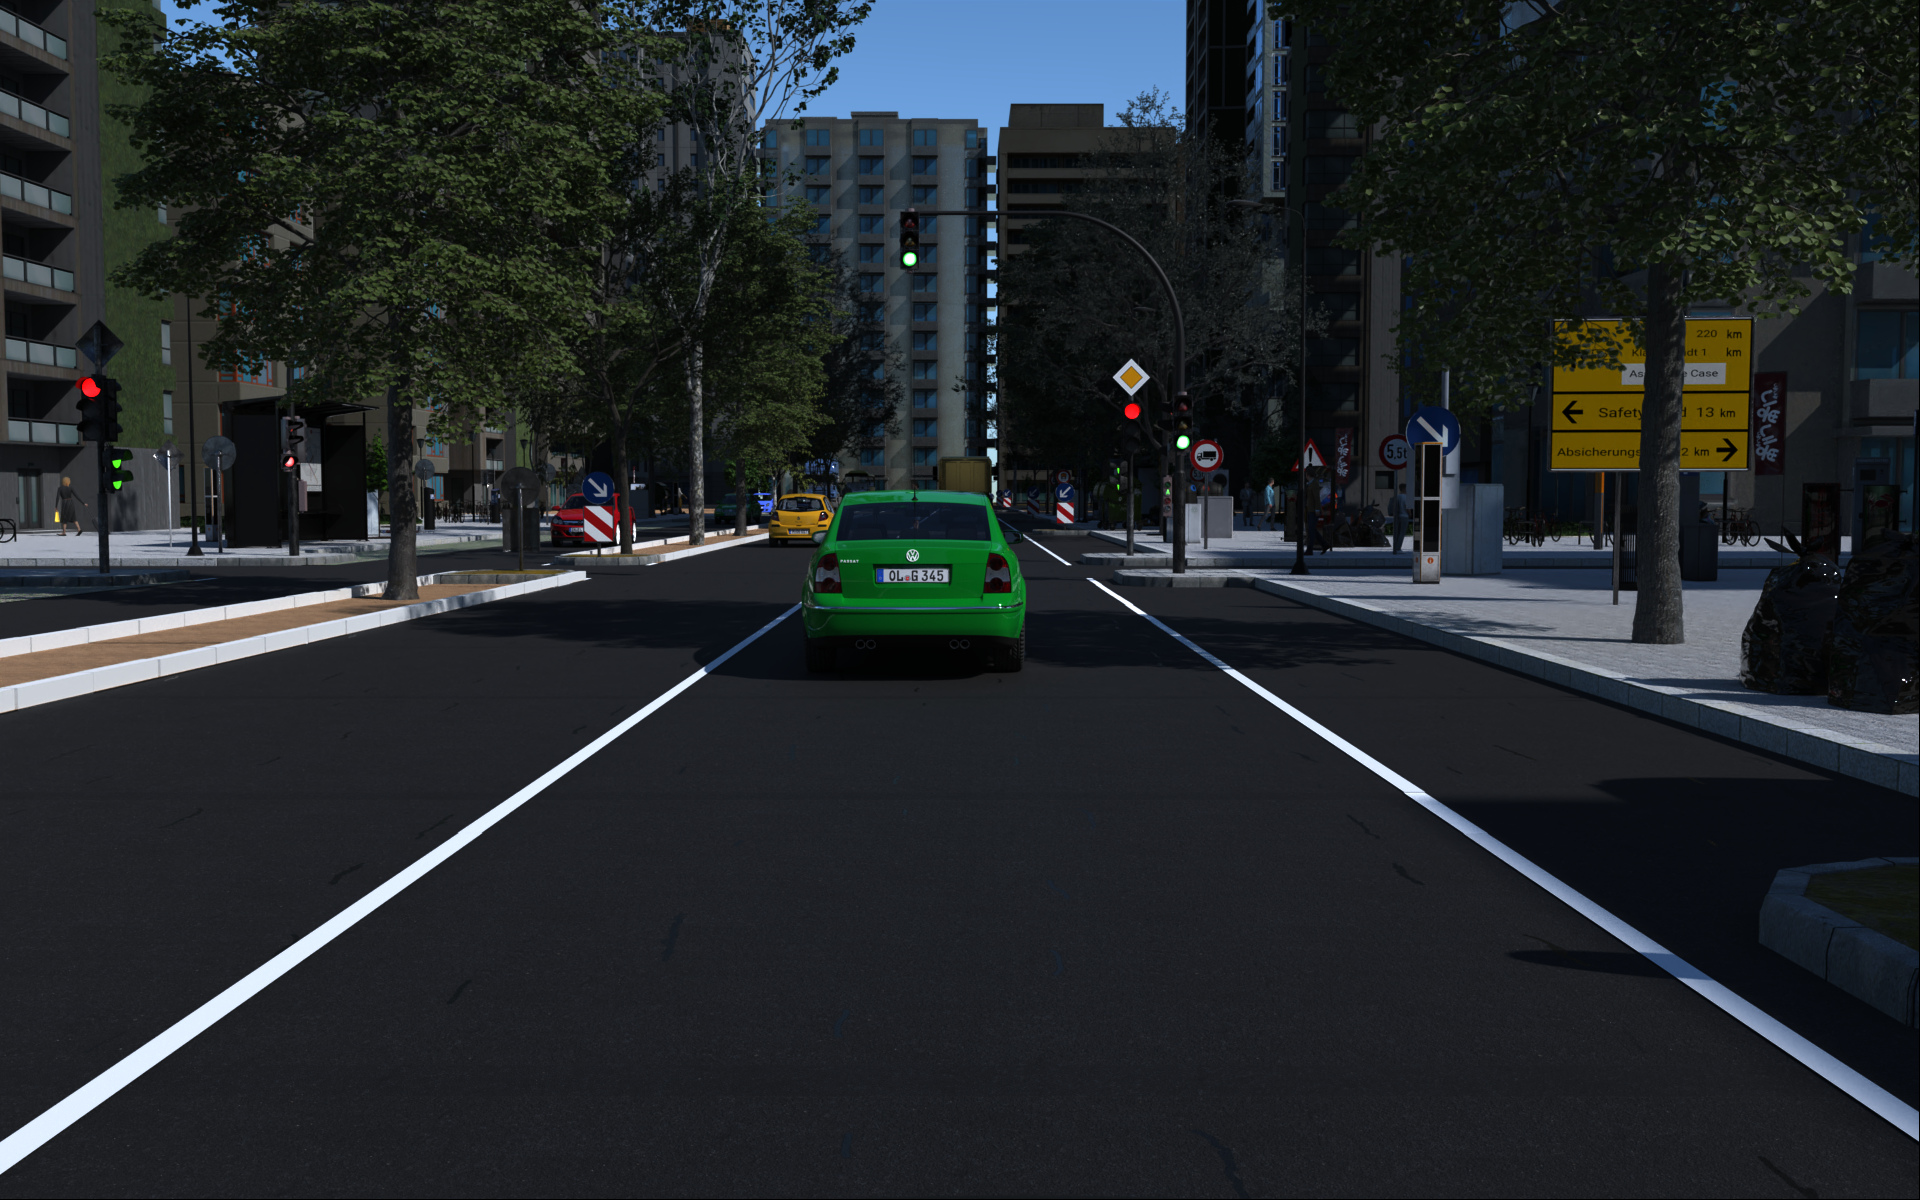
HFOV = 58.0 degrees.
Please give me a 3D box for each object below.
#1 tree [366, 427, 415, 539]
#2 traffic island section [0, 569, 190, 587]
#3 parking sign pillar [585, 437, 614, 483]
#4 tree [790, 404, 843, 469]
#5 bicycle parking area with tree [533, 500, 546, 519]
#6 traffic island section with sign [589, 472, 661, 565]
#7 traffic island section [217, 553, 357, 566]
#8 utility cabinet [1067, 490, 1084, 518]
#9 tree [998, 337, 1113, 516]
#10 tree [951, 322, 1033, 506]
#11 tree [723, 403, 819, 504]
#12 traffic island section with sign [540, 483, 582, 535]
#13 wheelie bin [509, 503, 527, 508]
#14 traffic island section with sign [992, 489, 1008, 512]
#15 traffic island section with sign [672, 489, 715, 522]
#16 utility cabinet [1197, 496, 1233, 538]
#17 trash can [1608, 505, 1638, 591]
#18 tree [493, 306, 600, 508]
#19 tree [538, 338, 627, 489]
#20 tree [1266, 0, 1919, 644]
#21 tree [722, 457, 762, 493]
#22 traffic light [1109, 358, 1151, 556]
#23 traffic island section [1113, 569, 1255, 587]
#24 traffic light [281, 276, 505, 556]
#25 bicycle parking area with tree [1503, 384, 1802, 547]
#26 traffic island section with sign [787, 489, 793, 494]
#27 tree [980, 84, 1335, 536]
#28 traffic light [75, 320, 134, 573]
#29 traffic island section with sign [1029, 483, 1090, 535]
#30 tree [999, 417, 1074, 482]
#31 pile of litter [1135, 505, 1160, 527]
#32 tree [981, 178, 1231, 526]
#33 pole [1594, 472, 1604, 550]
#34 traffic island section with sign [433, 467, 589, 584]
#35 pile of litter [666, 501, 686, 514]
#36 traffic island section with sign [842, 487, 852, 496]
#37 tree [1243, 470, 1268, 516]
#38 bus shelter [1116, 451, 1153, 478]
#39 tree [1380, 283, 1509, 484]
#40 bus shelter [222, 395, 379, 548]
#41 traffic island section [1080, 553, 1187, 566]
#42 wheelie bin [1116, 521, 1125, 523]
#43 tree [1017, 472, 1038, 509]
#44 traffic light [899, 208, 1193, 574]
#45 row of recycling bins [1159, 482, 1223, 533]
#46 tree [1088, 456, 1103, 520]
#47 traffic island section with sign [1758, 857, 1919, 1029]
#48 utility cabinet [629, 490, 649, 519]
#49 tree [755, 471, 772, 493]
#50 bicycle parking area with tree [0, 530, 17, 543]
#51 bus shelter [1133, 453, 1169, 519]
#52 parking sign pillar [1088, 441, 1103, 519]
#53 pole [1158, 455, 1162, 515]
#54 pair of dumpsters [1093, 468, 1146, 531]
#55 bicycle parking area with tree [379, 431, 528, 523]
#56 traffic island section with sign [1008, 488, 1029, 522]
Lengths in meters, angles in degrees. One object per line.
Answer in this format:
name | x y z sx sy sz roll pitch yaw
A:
tree | -16.693 -3.376 49.802 1.663 3.219 1.824 0 3 0
traffic island section | -13.885 -0.355 28.082 2.009 0.180 2.903 0 3 0
parking sign pillar | -17.040 -5.711 81.843 1.447 3.967 1.447 1 4 14
tree | -16.077 -15.976 186.964 9.928 11.665 9.643 0 3 0
bicycle parking area with tree | -25.398 -6.332 90.527 8.231 4.147 9.016 0 4 1
traffic island section with sign | -7.321 -1.687 35.719 2.006 1.907 1.989 0 3 0
traffic island section | -13.880 -0.843 36.067 2.009 0.180 2.903 0 3 0
utility cabinet | 6.166 -5.173 93.254 0.318 1.500 1.173 -3 4 -37
tree | 5.770 -10.830 102.818 9.928 11.665 9.643 0 3 0
tree | 5.426 -20.414 189.660 12.611 20.169 13.585 0 3 0
tree | -16.283 -14.522 154.449 9.611 12.733 9.660 0 3 0
traffic island section with sign | -13.542 -3.183 60.670 1.989 1.847 2.006 0 3 0
wheelie bin | -18.838 -4.050 74.122 0.980 1.594 0.693 -1 4 -20
traffic island section with sign | 3.628 -7.902 137.833 1.989 1.847 2.006 0 3 0
traffic island section with sign | -13.523 -4.869 88.228 1.989 1.847 2.006 0 3 0
utility cabinet | 7.421 -2.401 50.422 1.020 1.237 0.306 1 4 16
trash can | 9.044 -0.703 23.140 0.748 1.137 0.748 0 3 0
tree | -15.632 -6.994 64.709 4.360 8.622 3.978 0 3 0
tree | -16.664 -7.735 76.834 4.737 8.622 4.395 0 3 0
tree | 6.205 -5.876 14.207 7.486 12.596 7.792 0 3 0
tree | -16.422 -8.974 130.436 4.285 4.588 4.351 0 3 0
traffic light | 3.522 -2.876 35.937 0.839 4.253 0.868 0 3 0
traffic island section | 3.557 -0.354 28.066 2.009 0.180 2.903 0 3 0
traffic light | -11.748 -3.749 35.966 4.771 5.953 1.251 0 3 0
bicycle parking area with tree | 17.477 -3.572 45.398 8.231 4.147 9.016 1 4 12
traffic island section with sign | -13.489 -7.945 138.530 1.989 1.847 2.006 0 3 0
tree | 6.193 -8.722 52.977 12.009 13.543 11.850 0 3 0
traffic light | -13.845 -2.387 27.947 0.839 4.253 0.868 0 3 0
traffic island section with sign | 3.575 -3.229 61.419 1.989 1.847 2.006 0 3 0
tree | 6.951 -13.682 158.117 7.601 10.594 8.767 1 4 19
pile of litter | 7.533 -3.381 69.245 1.176 0.858 1.719 3 5 44
tree | 5.878 -9.954 69.408 9.857 13.997 8.962 0 3 0
pole | 14.736 -2.817 39.894 0.158 3.312 0.155 0 3 0
traffic island section with sign | -7.335 -1.234 28.311 2.006 1.907 1.989 0 3 0
pile of litter | -18.298 -5.913 110.635 1.719 0.858 1.176 1 4 19
traffic island section with sign | -7.284 -6.283 110.857 2.006 1.907 1.989 0 3 0
tree | 17.688 -6.574 102.079 1.663 3.219 1.824 0 3 0
bus shelter | 9.308 -6.256 93.572 1.731 3.624 6.357 0 4 0
tree | 16.595 -6.653 59.137 4.737 8.622 4.395 0 3 0
bus shelter | -16.569 -3.218 43.894 1.731 3.624 6.357 0 3 0
traffic island section | 3.562 -0.842 36.051 2.009 0.180 2.903 0 3 0
wheelie bin | 6.950 -4.204 76.646 0.693 1.594 0.980 1 4 15
tree | 5.973 -9.533 150.465 1.663 3.219 1.824 0 3 0
traffic light | 1.425 -3.250 27.812 4.771 5.953 1.251 0 3 0
row of recycling bins | 7.533 -3.025 56.568 1.069 1.692 3.534 2 4 35
tree | 6.626 -5.497 84.472 1.663 3.219 1.824 0 3 0
traffic island section with sign | 3.547 0.218 5.059 1.989 1.847 2.006 0 3 0
utility cabinet | -16.563 -4.891 88.655 1.173 1.500 0.318 -2 4 -31
tree | -16.714 -9.377 147.907 1.663 3.219 1.824 0 3 0
bicycle parking area with tree | -28.677 -3.448 43.372 9.016 4.147 8.231 1 4 19
bus shelter | 9.848 -5.654 86.373 2.014 3.302 5.546 0 4 0
parking sign pillar | 7.112 -6.132 88.726 1.447 3.967 1.447 1 4 13
pole | 9.610 -5.452 82.977 0.158 3.312 0.155 0 3 0
pair of dumpsters | 5.740 -3.665 62.415 1.574 2.255 4.437 0 4 0
bicycle parking area with tree | -24.865 -5.609 78.714 8.231 4.147 9.016 0 4 1
traffic island section with sign | 3.602 -4.884 88.486 1.989 1.847 2.006 0 3 0
